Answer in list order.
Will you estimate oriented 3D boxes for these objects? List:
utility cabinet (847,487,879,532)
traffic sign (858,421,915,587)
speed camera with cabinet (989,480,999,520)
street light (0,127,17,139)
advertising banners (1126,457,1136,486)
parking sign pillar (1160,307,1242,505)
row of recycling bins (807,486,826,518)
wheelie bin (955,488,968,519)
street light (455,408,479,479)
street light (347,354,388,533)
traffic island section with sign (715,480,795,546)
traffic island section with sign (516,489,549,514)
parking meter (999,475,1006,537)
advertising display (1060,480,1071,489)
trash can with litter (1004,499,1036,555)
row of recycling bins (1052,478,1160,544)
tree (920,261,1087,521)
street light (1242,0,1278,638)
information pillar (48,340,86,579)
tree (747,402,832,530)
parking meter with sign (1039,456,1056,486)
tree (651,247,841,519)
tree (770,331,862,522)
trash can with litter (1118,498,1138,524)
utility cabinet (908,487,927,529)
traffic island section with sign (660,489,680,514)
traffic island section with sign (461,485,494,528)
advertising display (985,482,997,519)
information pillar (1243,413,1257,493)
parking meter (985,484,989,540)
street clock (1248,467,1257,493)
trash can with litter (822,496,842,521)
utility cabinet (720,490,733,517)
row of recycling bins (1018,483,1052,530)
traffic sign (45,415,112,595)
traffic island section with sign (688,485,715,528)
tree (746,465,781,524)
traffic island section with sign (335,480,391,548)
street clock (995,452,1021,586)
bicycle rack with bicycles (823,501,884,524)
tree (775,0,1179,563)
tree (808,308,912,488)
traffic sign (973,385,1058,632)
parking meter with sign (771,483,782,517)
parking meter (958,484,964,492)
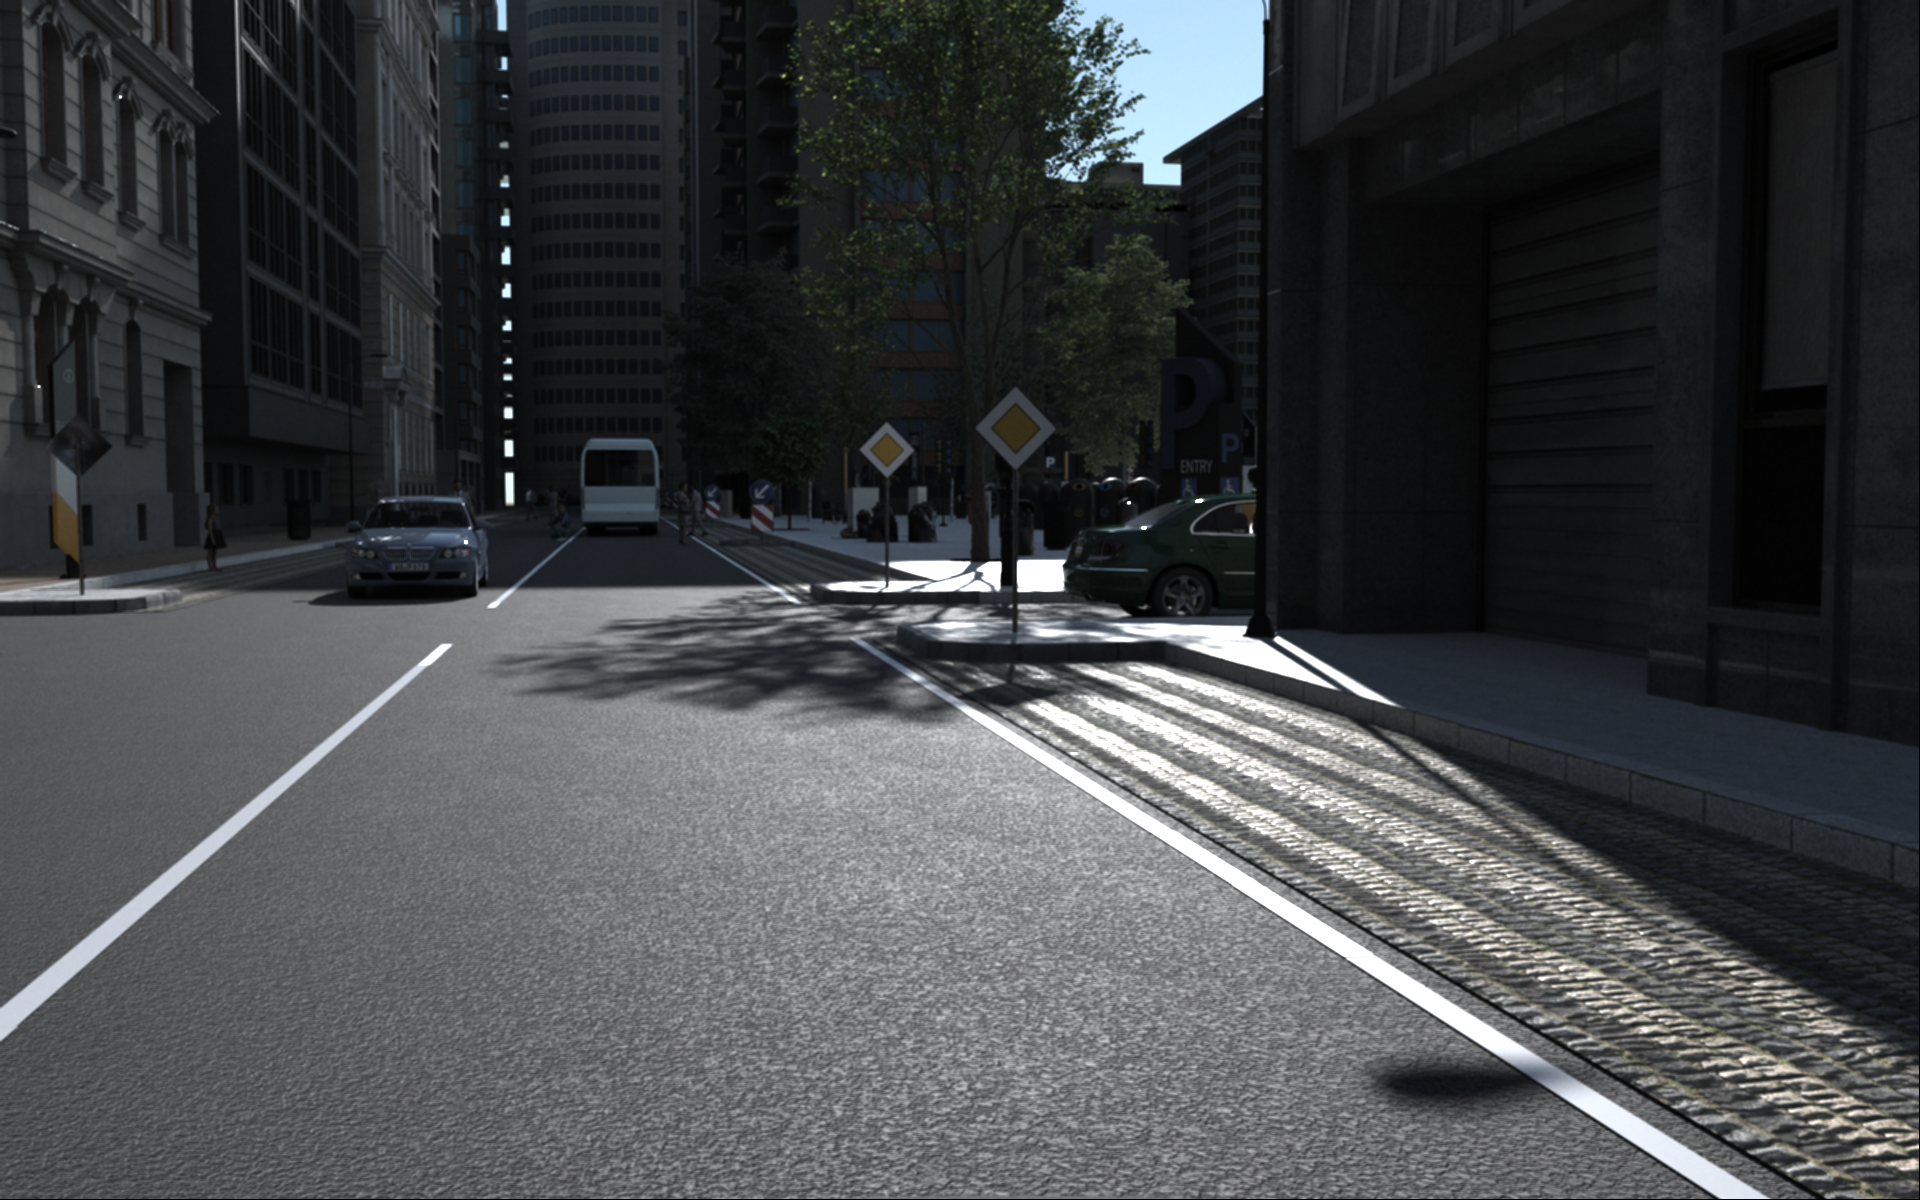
[{"bbox_3d":[-3.218,-2.983,57.446,0.318,1.500,1.173,3,5,44],"label":"utility cabinet"},{"bbox_3d":[-1.011,-1.241,23.926,0.795,2.450,0.064,-1,4,-11],"label":"traffic sign"},{"bbox_3d":[1.570,-5.650,86.711,2.038,3.252,0.660,0,4,-4],"label":"speed camera with cabinet"},{"bbox_3d":[-12.654,-3.026,22.011,1.470,5.913,1.316,-1,4,-11],"label":"street light"},{"bbox_3d":[7.334,-5.263,82.239,2.074,3.025,0.090,1,4,13],"label":"advertising banners"},{"bbox_3d":[3.398,-2.204,24.509,1.447,3.967,1.447,-2,4,-32],"label":"parking sign pillar"},{"bbox_3d":[-7.697,-5.244,92.846,1.069,1.692,3.534,0,4,-6],"label":"row of recycling bins"},{"bbox_3d":[0.090,-5.072,90.836,0.693,1.594,0.980,0,4,-1],"label":"wheelie bin"},{"bbox_3d":[-26.487,-7.366,92.969,1.470,5.913,1.316,-1,4,-11],"label":"street light"},{"bbox_3d":[-19.596,-5.185,57.321,1.470,5.913,1.316,-1,4,-11],"label":"street light"},{"bbox_3d":[-5.674,-2.418,48.158,1.989,1.847,2.006,-1,4,-11],"label":"traffic island section with sign"},{"bbox_3d":[-30.360,-6.969,122.566,1.989,1.847,2.006,-1,4,-11],"label":"traffic island section with sign"},{"bbox_3d":[1.359,-2.827,51.938,0.255,1.863,0.399,-1,4,-21],"label":"parking meter"},{"bbox_3d":[5.177,-4.633,80.963,0.974,1.923,0.123,1,4,13],"label":"advertising display"},{"bbox_3d":[1.284,-1.534,36.464,0.624,1.170,1.055,0,4,7],"label":"trash can with litter"},{"bbox_3d":[4.216,-2.268,44.193,3.534,1.692,1.069,2,4,34],"label":"row of recycling bins"},{"bbox_3d":[1.720,-6.447,55.774,4.360,8.622,3.978,0,3,0],"label":"tree"},{"bbox_3d":[2.178,-2.619,15.369,1.470,5.913,1.316,-1,4,-11],"label":"street light"},{"bbox_3d":[-13.539,-2.132,26.213,0.183,3.616,0.504,1,4,13],"label":"information pillar"},{"bbox_3d":[-6.108,-4.766,61.637,4.285,4.588,4.351,0,3,0],"label":"tree"},{"bbox_3d":[4.018,-5.184,81.020,0.543,3.016,1.738,-1,4,-11],"label":"parking meter with sign"},{"bbox_3d":[-10.588,-11.138,88.758,9.857,13.997,8.962,0,3,0],"label":"tree"},{"bbox_3d":[-6.688,-7.898,79.503,4.360,8.622,3.978,0,3,0],"label":"tree"},{"bbox_3d":[2.653,-1.184,30.420,1.678,1.210,2.233,3,4,38],"label":"trash can with litter"},{"bbox_3d":[-1.295,-2.681,52.515,0.318,1.500,1.173,1,4,12],"label":"utility cabinet"},{"bbox_3d":[-20.404,-7.060,124.056,1.989,1.847,2.006,-1,4,-11],"label":"traffic island section with sign"},{"bbox_3d":[-20.853,-3.970,73.533,1.989,1.847,2.006,-1,4,-11],"label":"traffic island section with sign"},{"bbox_3d":[1.635,-5.218,90.533,0.123,1.923,0.974,-2,4,-31],"label":"advertising display"},{"bbox_3d":[8.391,-3.601,50.235,0.183,3.616,0.504,-3,4,-36],"label":"information pillar"},{"bbox_3d":[0.481,-1.925,39.881,0.372,1.533,0.369,0,3,0],"label":"parking meter"},{"bbox_3d":[7.826,-2.508,45.579,0.471,2.002,0.358,-1,4,-20],"label":"street clock"},{"bbox_3d":[-6.094,-4.383,83.043,1.055,1.170,0.624,1,4,14],"label":"trash can with litter"},{"bbox_3d":[-12.753,-5.258,94.654,0.318,1.500,1.173,-2,4,-26],"label":"utility cabinet"},{"bbox_3d":[3.649,-3.376,62.316,3.534,1.692,1.069,2,4,30],"label":"row of recycling bins"},{"bbox_3d":[-11.170,-1.122,21.983,0.795,2.450,0.064,-1,4,-11],"label":"traffic sign"},{"bbox_3d":[-10.812,-4.036,74.621,1.989,1.847,2.006,-1,4,-11],"label":"traffic island section with sign"},{"bbox_3d":[-8.379,-4.879,74.379,1.663,3.219,1.824,0,3,0],"label":"tree"},{"bbox_3d":[-15.633,-2.323,46.603,1.989,1.847,2.006,-1,4,-11],"label":"traffic island section with sign"},{"bbox_3d":[0.679,-1.200,24.192,0.358,2.002,0.471,1,4,23],"label":"street clock"},{"bbox_3d":[-4.424,-3.726,74.302,2.852,0.926,2.925,2,4,33],"label":"bicycle rack with bicycles"},{"bbox_3d":[0.382,-6.545,32.763,9.928,11.665,9.643,0,3,0],"label":"tree"},{"bbox_3d":[-3.972,-7.201,68.092,4.737,8.622,4.395,0,3,0],"label":"tree"},{"bbox_3d":[0.510,-0.761,16.086,0.795,2.450,0.064,-1,4,-11],"label":"traffic sign"},{"bbox_3d":[-10.389,-6.231,98.144,0.543,3.016,1.738,0,4,3],"label":"parking meter with sign"},{"bbox_3d":[0.079,-5.731,99.420,0.255,1.863,0.399,1,4,16],"label":"parking meter"}]
